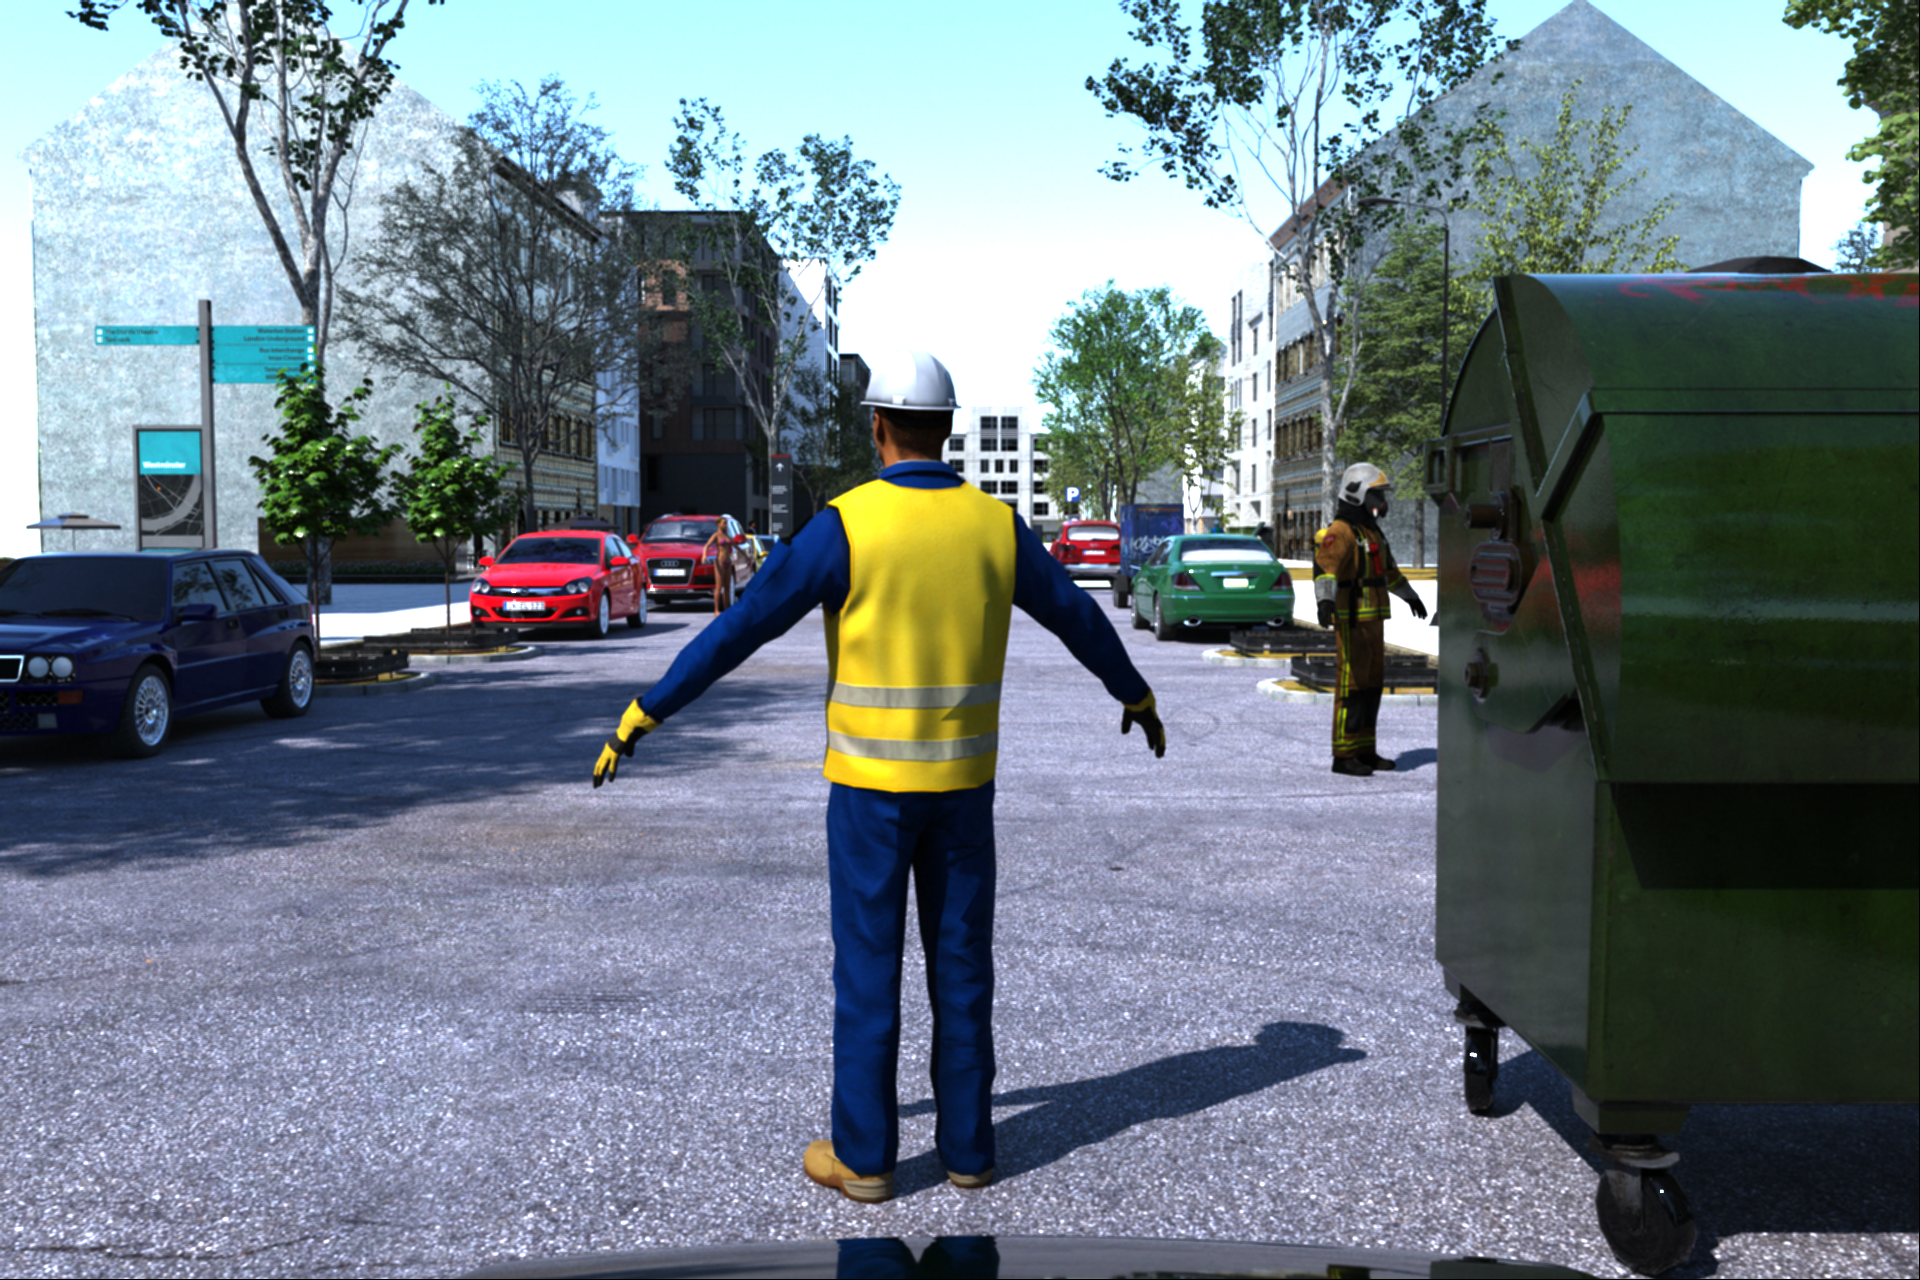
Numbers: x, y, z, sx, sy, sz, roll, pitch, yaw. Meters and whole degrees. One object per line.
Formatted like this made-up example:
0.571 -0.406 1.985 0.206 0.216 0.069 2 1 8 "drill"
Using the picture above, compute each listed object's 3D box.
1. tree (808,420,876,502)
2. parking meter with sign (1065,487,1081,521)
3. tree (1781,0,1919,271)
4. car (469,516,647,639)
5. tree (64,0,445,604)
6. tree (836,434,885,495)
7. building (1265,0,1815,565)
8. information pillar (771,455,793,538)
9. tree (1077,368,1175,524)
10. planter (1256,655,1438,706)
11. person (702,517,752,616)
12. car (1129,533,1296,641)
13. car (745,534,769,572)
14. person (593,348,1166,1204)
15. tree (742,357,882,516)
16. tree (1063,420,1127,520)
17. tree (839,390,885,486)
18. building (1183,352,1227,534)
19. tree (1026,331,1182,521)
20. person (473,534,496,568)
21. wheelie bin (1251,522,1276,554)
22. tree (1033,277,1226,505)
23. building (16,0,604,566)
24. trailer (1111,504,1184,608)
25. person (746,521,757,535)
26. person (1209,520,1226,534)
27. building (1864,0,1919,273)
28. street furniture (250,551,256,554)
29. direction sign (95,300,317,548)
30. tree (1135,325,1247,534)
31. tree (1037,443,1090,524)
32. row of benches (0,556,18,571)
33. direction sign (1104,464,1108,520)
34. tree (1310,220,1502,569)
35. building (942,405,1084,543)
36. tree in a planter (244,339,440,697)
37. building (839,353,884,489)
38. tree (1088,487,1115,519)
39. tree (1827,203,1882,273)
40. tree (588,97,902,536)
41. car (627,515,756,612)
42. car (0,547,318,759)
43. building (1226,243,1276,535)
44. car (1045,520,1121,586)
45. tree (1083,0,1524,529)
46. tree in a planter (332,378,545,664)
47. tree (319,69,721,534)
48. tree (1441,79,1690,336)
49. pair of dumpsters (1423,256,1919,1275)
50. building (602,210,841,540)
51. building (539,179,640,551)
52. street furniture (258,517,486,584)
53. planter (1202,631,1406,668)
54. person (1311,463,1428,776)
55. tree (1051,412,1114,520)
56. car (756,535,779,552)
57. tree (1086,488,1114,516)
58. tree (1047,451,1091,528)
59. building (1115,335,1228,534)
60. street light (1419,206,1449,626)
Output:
-7.688 -9.348 103.209 4.360 8.622 3.978 0 3 0 "tree"
4.161 -4.111 63.482 0.543 3.016 1.738 0 4 1 "parking meter with sign"
9.533 -5.746 12.068 7.486 12.596 7.792 0 3 0 "tree"
-5.739 -0.979 25.046 2.155 1.783 4.494 0 4 1 "car"
-13.049 -10.674 30.403 12.611 20.169 13.585 0 3 0 "tree"
-7.151 -10.587 123.454 4.737 8.622 4.395 0 3 0 "tree"
25.381 -15.257 80.376 19.493 23.208 18.063 0 4 0 "building"
-5.846 -4.126 56.842 0.750 3.857 0.750 0 4 2 "information pillar"
7.016 -7.680 75.925 4.737 8.622 4.395 0 3 0 "tree"
3.690 0.352 15.382 1.991 0.319 1.994 0 4 0 "planter"
-4.071 -1.276 30.123 0.721 1.733 1.217 2 4 35 "person"
3.531 -0.787 24.661 2.131 1.459 4.920 0 4 -1 "car"
-5.463 -1.889 41.111 2.015 1.641 3.980 0 4 1 "car"
-0.115 0.282 3.817 1.349 1.833 0.705 -1 4 -21 "person"
-7.918 -9.643 92.078 8.767 10.594 7.601 1 4 18 "tree"
8.122 -9.654 108.199 4.737 8.622 4.395 0 3 0 "tree"
-7.466 -14.527 147.892 12.009 13.543 11.850 0 3 0 "tree"
28.249 -19.664 177.919 16.016 20.090 11.380 0 4 1 "building"
7.394 -9.883 87.341 9.928 11.665 9.643 0 3 0 "tree"
-18.237 -3.635 65.651 0.704 1.802 1.346 3 5 40 "person"
7.668 -2.209 44.026 0.693 1.594 0.980 0 4 0 "wheelie bin"
6.771 -8.769 69.123 9.928 11.665 9.643 0 3 0 "tree"
-27.675 -15.115 78.056 19.493 23.208 18.063 0 4 1 "building"
3.739 -1.679 34.502 1.471 1.999 3.904 0 3 0 "trailer"
-7.105 -3.252 59.898 0.721 1.740 1.216 1 4 21 "person"
9.863 -3.702 66.656 1.347 1.817 0.704 -1 4 -18 "person"
26.491 -14.052 27.021 12.463 27.353 25.104 0 4 0 "building"
-29.835 -2.777 61.035 10.072 0.657 5.734 0 4 -7 "street furniture"
-8.602 -1.936 20.416 2.525 3.948 1.411 0 4 1 "direction sign"
8.202 -6.738 60.530 4.737 8.622 4.395 0 3 0 "tree"
7.402 -10.662 124.693 4.737 8.622 4.395 0 3 0 "tree"
-26.844 -2.003 48.219 1.422 0.672 4.104 2 4 26 "row of benches"
4.733 -3.925 56.165 0.379 3.537 0.876 0 4 -1 "direction sign"
16.839 -8.900 63.644 7.486 12.596 7.792 0 3 0 "tree"
0.921 -22.957 244.261 31.486 18.905 16.747 0 4 -1 "building"
-5.999 -1.154 16.084 1.991 3.239 1.994 0 4 1 "tree in a planter"
-21.694 -22.523 212.230 27.936 21.610 32.646 0 4 1 "building"
19.803 -17.569 237.619 4.360 8.622 3.978 0 3 0 "tree"
29.073 -8.544 50.061 12.009 13.543 11.850 0 3 0 "tree"
-9.594 -13.512 76.811 12.611 20.169 13.585 0 3 0 "tree"
-5.210 -1.533 33.733 2.281 1.827 5.304 0 4 0 "car"
-6.019 0.018 12.280 1.945 1.354 3.894 0 4 0 "car"
26.809 -14.615 105.409 16.747 18.905 31.486 0 4 1 "building"
3.451 -2.329 46.748 2.281 1.827 5.304 0 4 1 "car"
8.414 -11.568 45.024 12.611 20.169 13.585 0 3 0 "tree"
-5.941 -1.394 20.018 1.991 3.239 1.994 0 4 2 "tree in a planter"
-11.546 -8.310 46.245 12.009 13.543 11.850 0 3 0 "tree"
10.008 -4.822 29.205 4.737 8.622 4.395 0 3 0 "tree"
3.331 0.068 3.833 4.436 2.255 1.574 0 4 0 "pair of dumpsters"
-23.897 -17.250 126.012 27.936 21.610 32.646 0 4 1 "building"
-24.881 -14.516 93.759 16.016 20.090 11.380 0 4 1 "building"
-17.595 -2.460 47.069 9.812 1.723 11.010 0 4 -6 "street furniture"
3.776 0.099 19.529 1.991 0.319 1.994 0 3 0 "planter"
2.426 -0.133 10.398 0.705 1.858 1.354 3 4 38 "person"
7.752 -9.281 102.105 4.360 8.622 3.978 0 3 0 "tree"
-5.565 -2.115 46.584 2.014 1.417 4.499 0 4 1 "car"
20.128 -17.920 243.352 4.360 8.622 3.978 0 3 0 "tree"
8.540 -11.314 135.341 4.737 8.622 4.395 0 3 0 "tree"
27.970 -22.616 200.705 19.493 23.208 18.063 0 4 1 "building"
7.245 -3.146 23.979 1.470 5.913 1.316 0 4 1 "street light"
